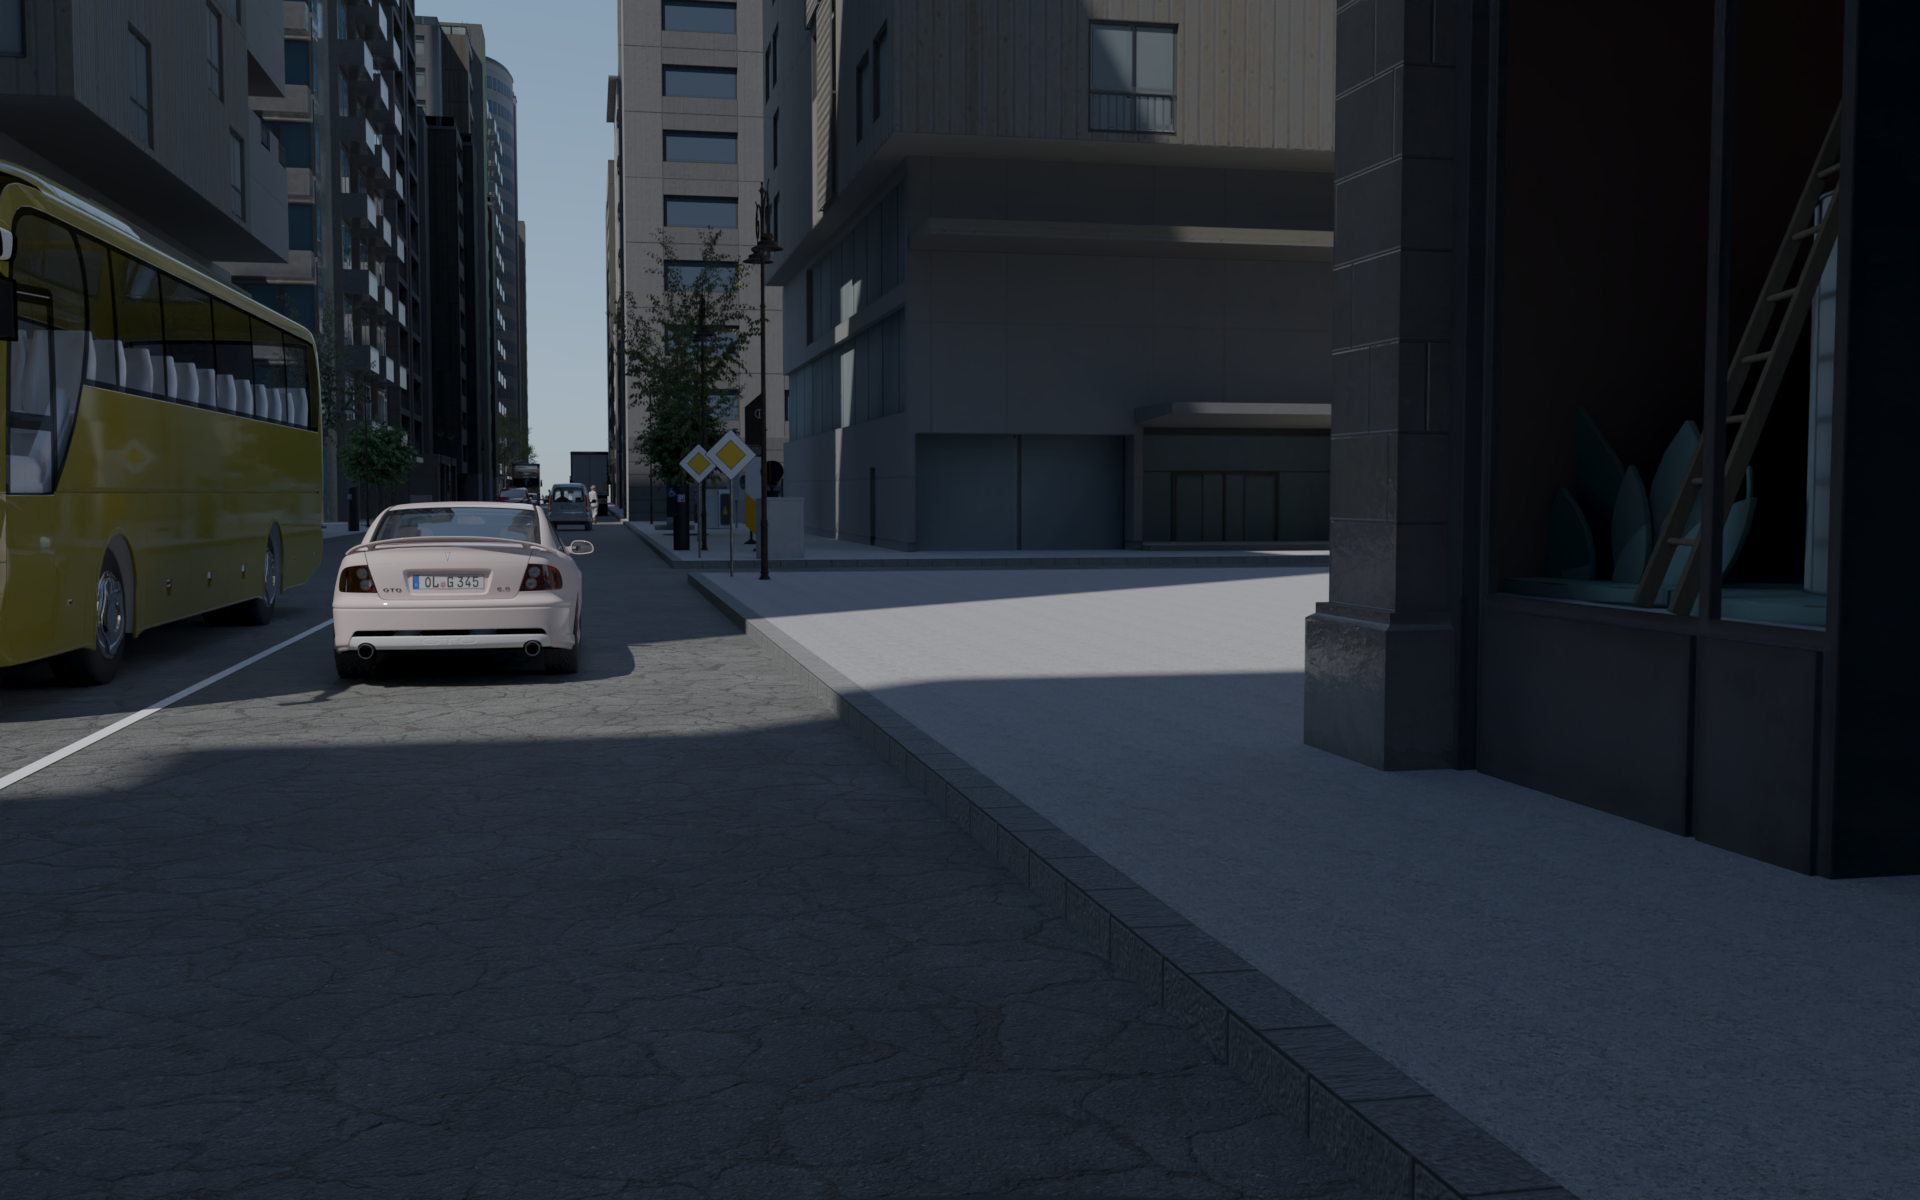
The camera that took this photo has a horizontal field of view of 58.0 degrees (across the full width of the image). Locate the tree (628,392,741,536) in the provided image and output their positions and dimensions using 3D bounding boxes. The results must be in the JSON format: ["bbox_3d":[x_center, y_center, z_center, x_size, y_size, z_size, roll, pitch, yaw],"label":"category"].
[{"bbox_3d":[-8.661,-4.307,54.134,4.285,4.588,4.351,0,3,0],"label":"tree"}]

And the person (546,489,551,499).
[{"bbox_3d":[-35.799,-8.705,150.690,0.599,1.838,0.709,-2,4,-24],"label":"person"}]

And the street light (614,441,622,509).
[{"bbox_3d":[-29.248,-10.767,148.833,0.468,5.910,1.993,-1,4,-12],"label":"street light"}]

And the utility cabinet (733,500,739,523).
[{"bbox_3d":[-9.843,-4.023,76.944,1.020,1.237,0.306,0,4,-4],"label":"utility cabinet"}]

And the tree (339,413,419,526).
[{"bbox_3d":[-23.737,-5.316,70.629,4.285,4.588,4.351,0,3,0],"label":"tree"}]

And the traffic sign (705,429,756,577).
[{"bbox_3d":[-3.546,-1.418,26.827,0.795,2.450,0.064,-1,4,-12],"label":"traffic sign"}]

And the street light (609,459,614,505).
[{"bbox_3d":[-36.416,-12.834,182.623,0.468,5.910,1.993,-1,4,-12],"label":"street light"}]

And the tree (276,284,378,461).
[{"bbox_3d":[-22.788,-6.789,61.364,4.360,8.622,3.978,0,3,0],"label":"tree"}]

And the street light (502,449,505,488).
[{"bbox_3d":[-46.043,-12.371,175.050,0.468,5.910,1.993,-1,4,-12],"label":"street light"}]

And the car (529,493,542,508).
[{"bbox_3d":[-30.433,-6.893,121.740,2.155,1.783,4.494,-1,4,-11],"label":"car"}]

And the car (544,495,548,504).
[{"bbox_3d":[-61.053,-14.997,257.782,1.945,1.354,3.894,-1,4,-10],"label":"car"}]

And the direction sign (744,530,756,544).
[{"bbox_3d":[-5.347,-3.197,44.276,0.379,3.537,0.876,-1,4,-8],"label":"direction sign"}]

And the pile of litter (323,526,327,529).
[{"bbox_3d":[-24.457,-3.108,64.786,1.719,0.858,1.176,2,4,35],"label":"pile of litter"}]

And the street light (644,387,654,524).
[{"bbox_3d":[-13.124,-6.162,73.530,0.468,5.910,1.993,-1,4,-12],"label":"street light"}]

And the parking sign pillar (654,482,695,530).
[{"bbox_3d":[-10.256,-4.508,62.175,1.447,3.967,1.447,0,4,-1],"label":"parking sign pillar"}]

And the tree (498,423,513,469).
[{"bbox_3d":[-46.242,-13.471,170.615,4.737,8.622,4.395,0,3,0],"label":"tree"}]

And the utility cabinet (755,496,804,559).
[{"bbox_3d":[-3.573,-1.420,34.371,1.020,1.237,0.306,-3,5,-45],"label":"utility cabinet"}]

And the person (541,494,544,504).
[{"bbox_3d":[-57.837,-13.983,240.337,0.599,1.433,0.991,3,5,43],"label":"person"}]

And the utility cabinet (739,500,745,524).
[{"bbox_3d":[-9.122,-3.867,74.383,0.306,1.237,1.020,0,4,4],"label":"utility cabinet"}]

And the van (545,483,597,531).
[{"bbox_3d":[-15.446,-3.770,68.652,2.013,2.044,4.112,-1,4,-11],"label":"van"}]

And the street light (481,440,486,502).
[{"bbox_3d":[-38.862,-10.304,141.263,0.468,5.910,1.993,-1,4,-12],"label":"street light"}]

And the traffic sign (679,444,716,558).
[{"bbox_3d":[-5.217,-1.896,34.636,0.795,2.450,0.064,-1,4,-12],"label":"traffic sign"}]

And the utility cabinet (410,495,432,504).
[{"bbox_3d":[-26.890,-4.602,86.411,1.020,1.237,0.306,0,4,6],"label":"utility cabinet"}]

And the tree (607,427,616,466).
[{"bbox_3d":[-37.056,-14.718,190.993,4.360,8.622,3.978,0,3,0],"label":"tree"}]

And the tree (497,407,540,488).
[{"bbox_3d":[-47.580,-15.143,181.992,8.767,10.594,7.601,3,5,42],"label":"tree"}]

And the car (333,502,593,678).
[{"bbox_3d":[-4.236,-0.161,15.000,2.083,1.381,4.827,-1,4,-12],"label":"car"}]

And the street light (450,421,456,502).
[{"bbox_3d":[-31.556,-8.239,107.502,0.468,5.910,1.993,-1,4,-12],"label":"street light"}]

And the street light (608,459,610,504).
[{"bbox_3d":[-39.357,-13.658,196.094,0.468,5.910,1.993,-1,4,-12],"label":"street light"}]

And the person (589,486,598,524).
[{"bbox_3d":[-17.695,-4.598,83.552,0.514,1.842,0.818,1,4,13],"label":"person"}]

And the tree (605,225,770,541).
[{"bbox_3d":[-7.295,-5.894,46.722,4.737,8.622,4.395,0,3,0],"label":"tree"}]

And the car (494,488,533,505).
[{"bbox_3d":[-26.833,-5.843,104.208,2.281,1.827,5.304,-1,4,-12],"label":"car"}]
